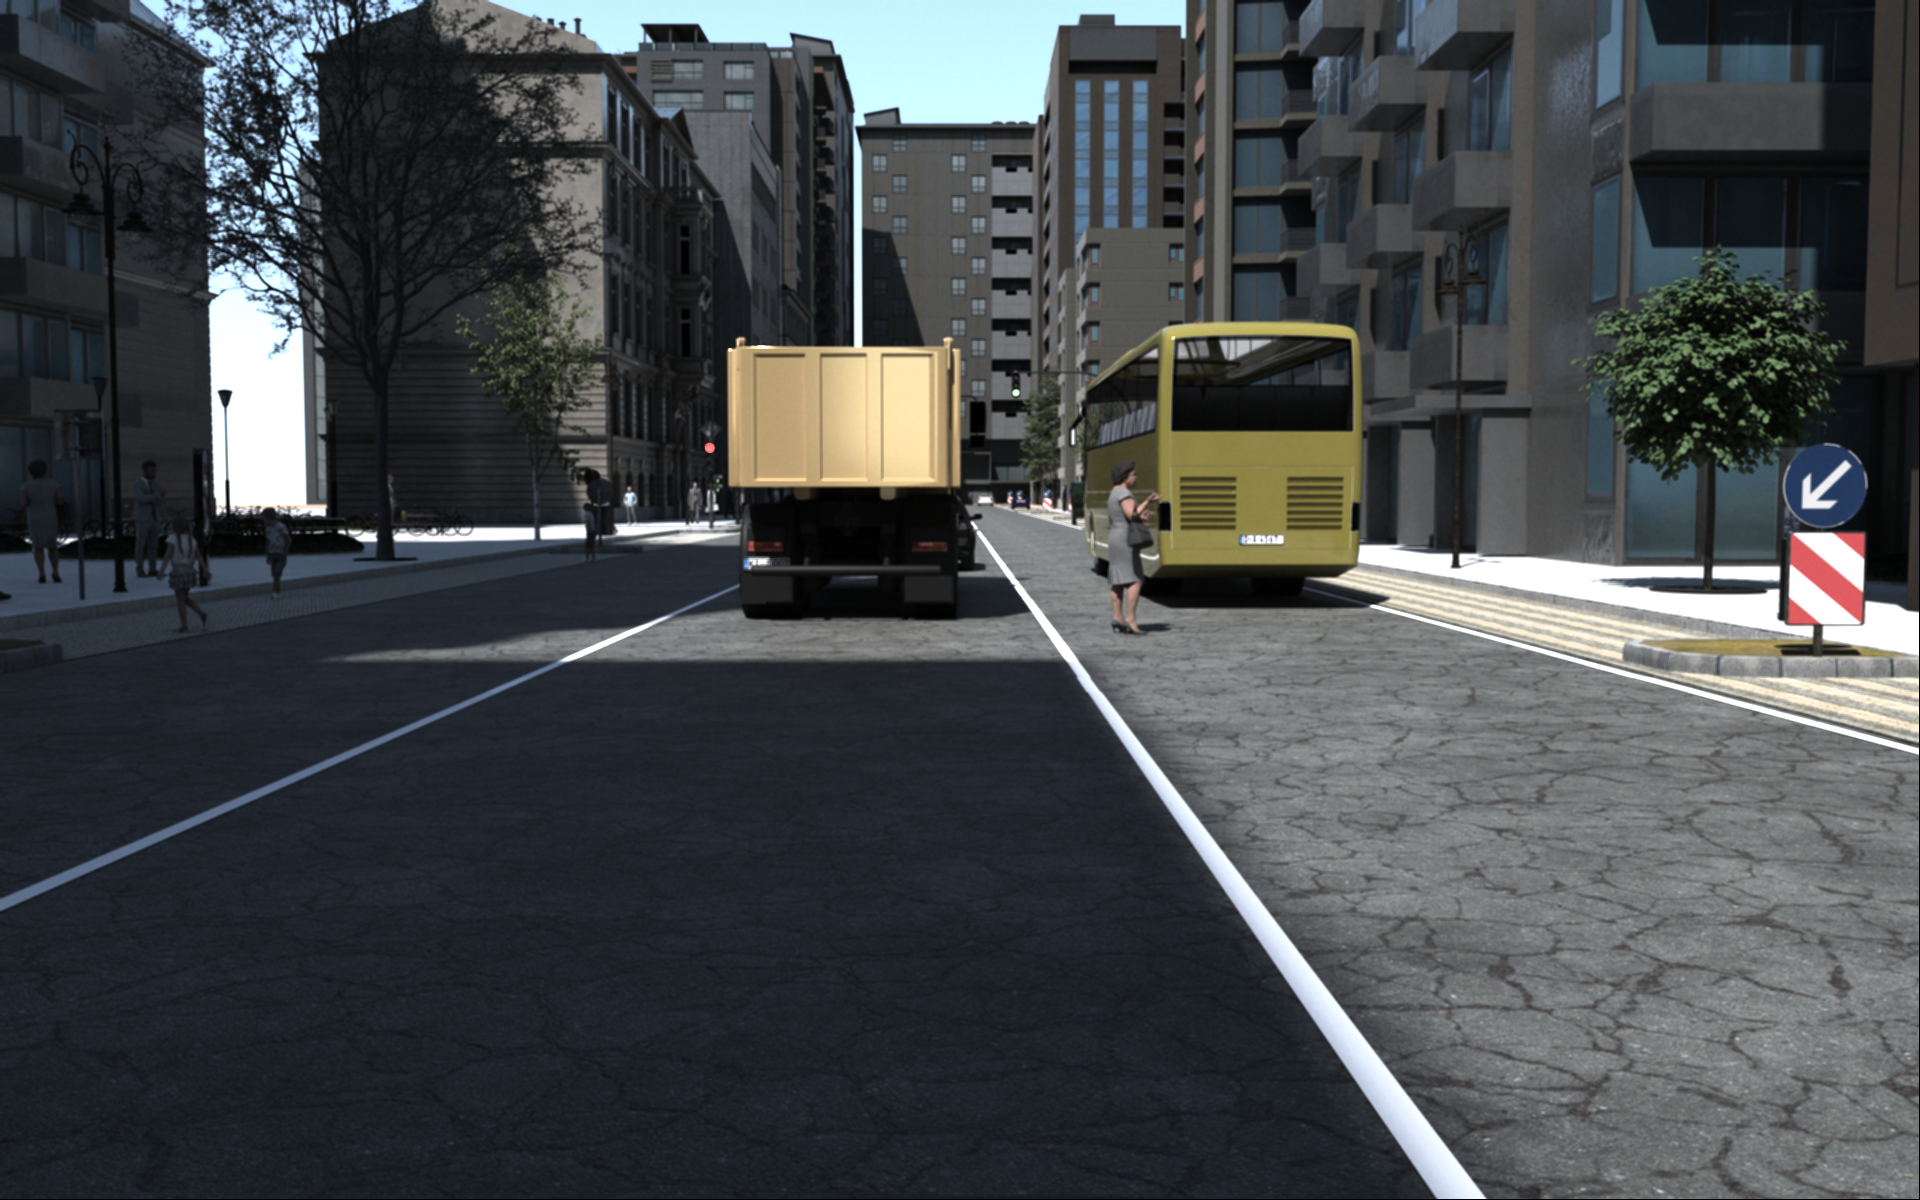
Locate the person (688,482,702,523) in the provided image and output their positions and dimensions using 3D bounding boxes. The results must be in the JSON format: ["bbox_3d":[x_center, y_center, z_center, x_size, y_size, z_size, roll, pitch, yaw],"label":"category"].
[{"bbox_3d":[-11.596,-4.253,75.675,0.694,1.812,0.767,-1,4,-12],"label":"person"}]

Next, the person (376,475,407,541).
[{"bbox_3d":[-15.661,-2.531,47.547,0.853,1.813,0.709,0,4,-4],"label":"person"}]

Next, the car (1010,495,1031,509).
[{"bbox_3d":[5.660,-9.108,161.489,1.945,1.354,3.894,0,4,1],"label":"car"}]

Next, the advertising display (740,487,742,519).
[{"bbox_3d":[-11.355,-5.154,89.488,0.123,1.923,0.974,0,4,-1],"label":"advertising display"}]

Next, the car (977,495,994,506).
[{"bbox_3d":[3.106,-12.064,209.601,2.083,1.381,4.827,0,4,1],"label":"car"}]

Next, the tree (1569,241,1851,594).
[{"bbox_3d":[9.788,-2.388,22.752,4.285,4.588,4.351,0,3,0],"label":"tree"}]

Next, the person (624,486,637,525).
[{"bbox_3d":[-13.562,-3.876,71.222,0.589,1.601,0.330,1,4,18],"label":"person"}]

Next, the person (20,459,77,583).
[{"bbox_3d":[-13.187,-1.142,25.071,0.716,1.782,0.532,-2,4,-30],"label":"person"}]

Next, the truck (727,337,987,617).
[{"bbox_3d":[-1.294,-1.701,23.737,3.469,3.379,9.791,0,4,0],"label":"truck"}]

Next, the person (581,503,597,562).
[{"bbox_3d":[-7.817,-1.423,36.458,0.332,1.250,0.352,-3,5,-43],"label":"person"}]

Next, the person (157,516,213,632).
[{"bbox_3d":[-7.980,-0.262,17.791,0.382,1.210,0.505,2,4,24],"label":"person"}]

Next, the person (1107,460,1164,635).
[{"bbox_3d":[1.798,-0.542,17.719,0.532,1.782,0.716,-1,4,-10],"label":"person"}]

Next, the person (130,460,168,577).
[{"bbox_3d":[-12.488,-1.255,26.742,0.466,1.800,0.511,1,4,10],"label":"person"}]

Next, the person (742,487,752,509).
[{"bbox_3d":[-11.537,-5.321,93.441,0.661,1.777,0.834,0,4,-6],"label":"person"}]

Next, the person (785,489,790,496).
[{"bbox_3d":[-12.023,-6.958,120.147,0.599,1.781,0.374,-2,4,-25],"label":"person"}]

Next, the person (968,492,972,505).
[{"bbox_3d":[1.225,-12.939,220.575,0.750,1.759,0.617,2,4,29],"label":"person"}]

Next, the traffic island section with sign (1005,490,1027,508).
[{"bbox_3d":[5.848,-10.118,174.054,1.989,1.847,2.006,0,4,0],"label":"traffic island section with sign"}]

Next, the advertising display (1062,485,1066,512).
[{"bbox_3d":[7.662,-7.459,127.161,0.123,1.923,0.974,0,4,-7],"label":"advertising display"}]

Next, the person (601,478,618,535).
[{"bbox_3d":[-10.930,-2.902,53.906,0.534,1.772,0.576,-1,4,-22],"label":"person"}]

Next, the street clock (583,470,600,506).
[{"bbox_3d":[-10.845,-2.844,51.071,0.471,2.002,0.358,-1,4,-20],"label":"street clock"}]

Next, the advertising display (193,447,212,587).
[{"bbox_3d":[-10.624,-1.167,24.302,0.123,1.923,0.974,-1,4,-18],"label":"advertising display"}]

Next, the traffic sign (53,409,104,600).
[{"bbox_3d":[-10.662,-1.153,20.976,0.606,2.300,0.079,0,4,3],"label":"traffic sign"}]

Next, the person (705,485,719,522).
[{"bbox_3d":[-11.283,-4.437,78.944,0.624,1.780,0.694,-3,5,-41],"label":"person"}]

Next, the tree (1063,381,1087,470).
[{"bbox_3d":[8.784,-9.764,109.997,4.737,8.622,4.395,0,3,0],"label":"tree"}]

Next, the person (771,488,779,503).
[{"bbox_3d":[-12.464,-6.799,117.435,0.478,1.798,0.641,3,4,37],"label":"person"}]

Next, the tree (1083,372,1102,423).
[{"bbox_3d":[9.261,-9.391,103.907,4.360,8.622,3.978,0,3,0],"label":"tree"}]

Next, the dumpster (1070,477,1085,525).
[{"bbox_3d":[6.090,-4.608,80.297,1.985,2.255,1.502,0,4,0],"label":"dumpster"}]

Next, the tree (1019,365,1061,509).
[{"bbox_3d":[8.986,-14.321,152.274,7.486,12.596,7.792,0,3,0],"label":"tree"}]

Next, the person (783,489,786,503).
[{"bbox_3d":[-11.360,-6.415,110.946,0.620,1.820,0.660,-3,4,-36],"label":"person"}]

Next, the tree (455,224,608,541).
[{"bbox_3d":[-11.519,-5.908,46.955,4.737,8.622,4.395,0,3,0],"label":"tree"}]

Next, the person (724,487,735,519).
[{"bbox_3d":[-11.978,-5.191,90.699,0.755,1.850,0.659,0,4,7],"label":"person"}]

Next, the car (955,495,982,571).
[{"bbox_3d":[-0.571,-1.463,33.707,2.009,1.686,4.222,0,4,1],"label":"car"}]

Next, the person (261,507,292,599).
[{"bbox_3d":[-9.319,-0.638,23.622,0.352,1.250,0.332,-3,4,-37],"label":"person"}]

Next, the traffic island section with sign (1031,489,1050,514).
[{"bbox_3d":[6.101,-7.071,124.237,1.989,1.847,2.006,0,4,0],"label":"traffic island section with sign"}]

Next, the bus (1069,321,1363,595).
[{"bbox_3d":[3.623,-2.189,27.332,2.896,3.916,12.252,0,4,-1],"label":"bus"}]

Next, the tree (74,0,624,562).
[{"bbox_3d":[-11.196,-7.507,33.105,12.009,13.543,11.850,0,3,0],"label":"tree"}]

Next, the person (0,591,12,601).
[{"bbox_3d":[-11.658,-0.902,20.562,0.755,1.850,0.659,2,4,24],"label":"person"}]
